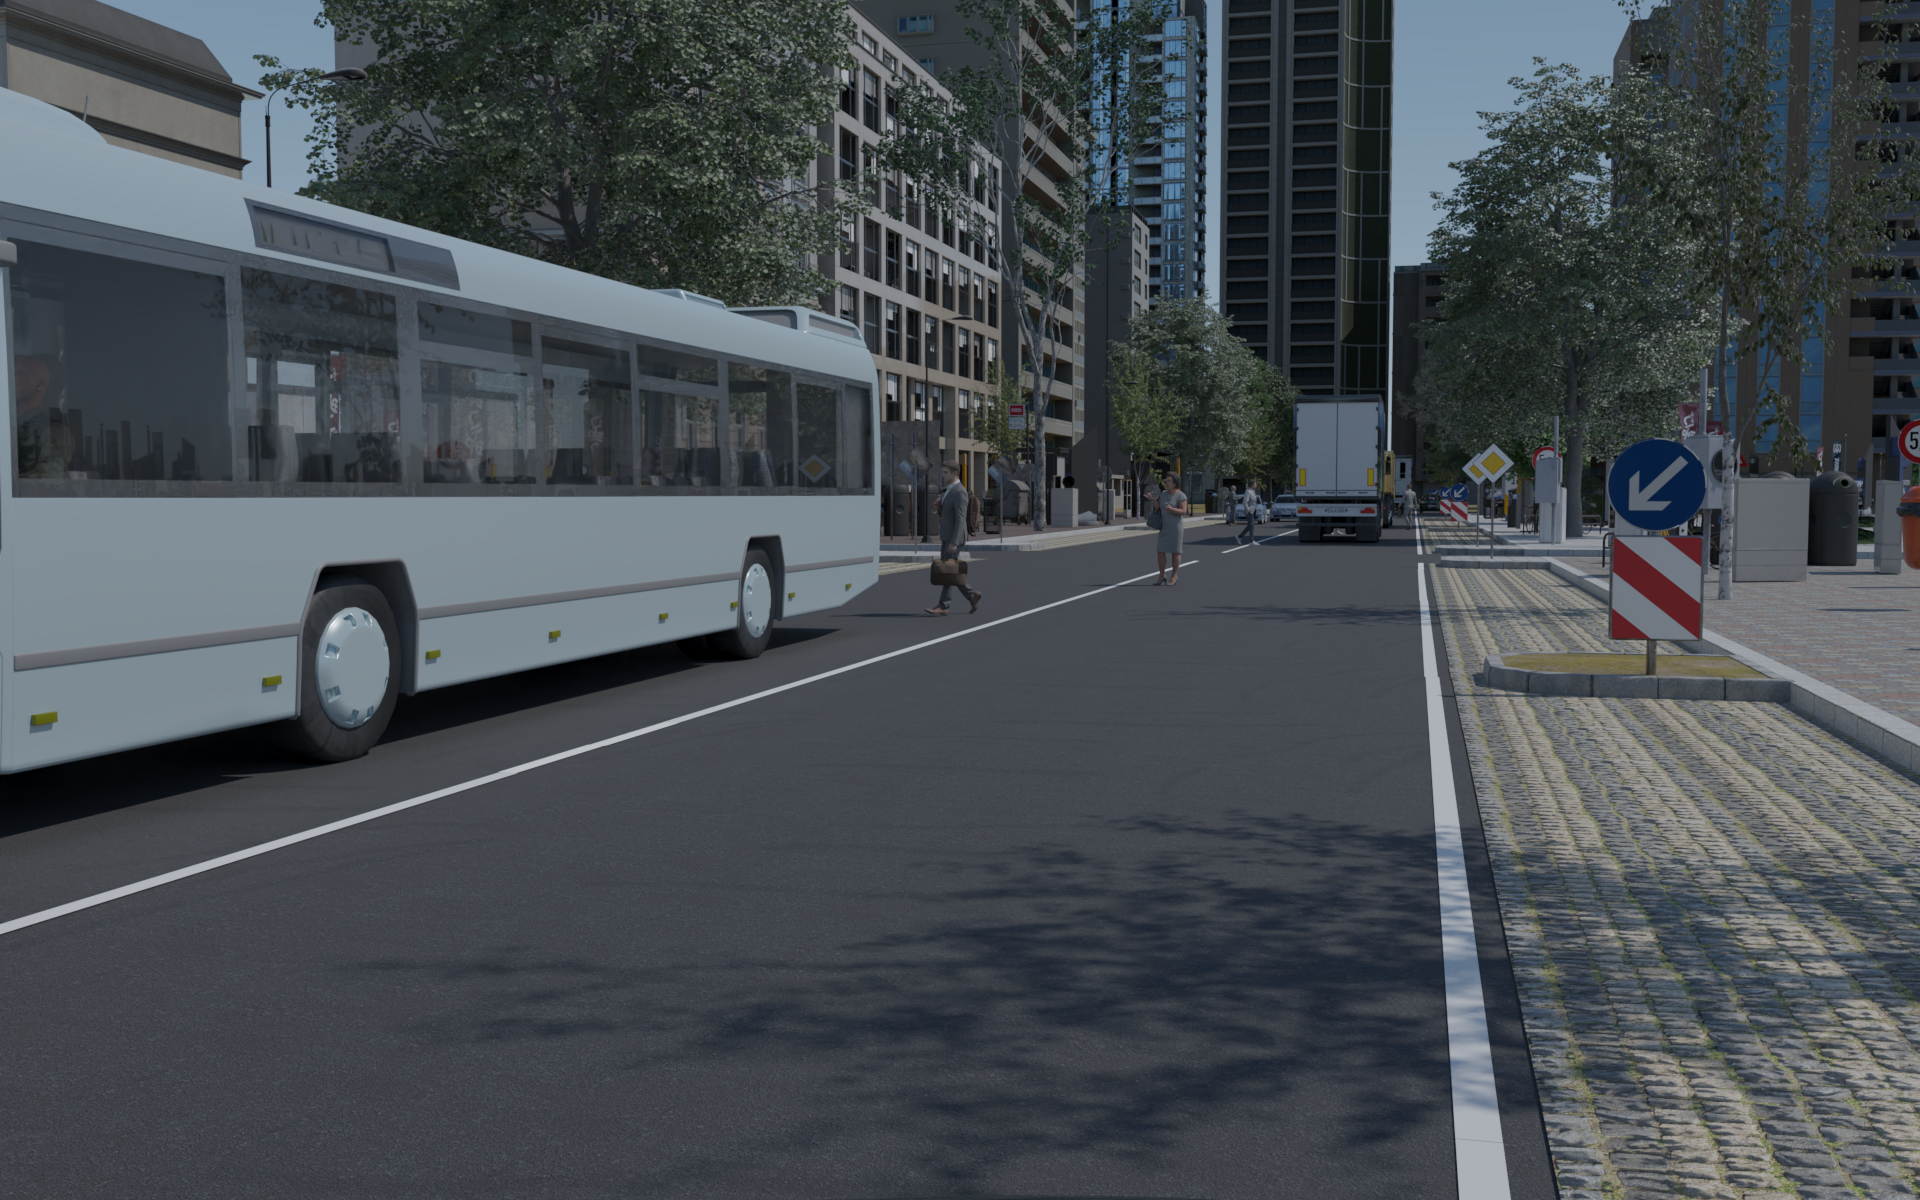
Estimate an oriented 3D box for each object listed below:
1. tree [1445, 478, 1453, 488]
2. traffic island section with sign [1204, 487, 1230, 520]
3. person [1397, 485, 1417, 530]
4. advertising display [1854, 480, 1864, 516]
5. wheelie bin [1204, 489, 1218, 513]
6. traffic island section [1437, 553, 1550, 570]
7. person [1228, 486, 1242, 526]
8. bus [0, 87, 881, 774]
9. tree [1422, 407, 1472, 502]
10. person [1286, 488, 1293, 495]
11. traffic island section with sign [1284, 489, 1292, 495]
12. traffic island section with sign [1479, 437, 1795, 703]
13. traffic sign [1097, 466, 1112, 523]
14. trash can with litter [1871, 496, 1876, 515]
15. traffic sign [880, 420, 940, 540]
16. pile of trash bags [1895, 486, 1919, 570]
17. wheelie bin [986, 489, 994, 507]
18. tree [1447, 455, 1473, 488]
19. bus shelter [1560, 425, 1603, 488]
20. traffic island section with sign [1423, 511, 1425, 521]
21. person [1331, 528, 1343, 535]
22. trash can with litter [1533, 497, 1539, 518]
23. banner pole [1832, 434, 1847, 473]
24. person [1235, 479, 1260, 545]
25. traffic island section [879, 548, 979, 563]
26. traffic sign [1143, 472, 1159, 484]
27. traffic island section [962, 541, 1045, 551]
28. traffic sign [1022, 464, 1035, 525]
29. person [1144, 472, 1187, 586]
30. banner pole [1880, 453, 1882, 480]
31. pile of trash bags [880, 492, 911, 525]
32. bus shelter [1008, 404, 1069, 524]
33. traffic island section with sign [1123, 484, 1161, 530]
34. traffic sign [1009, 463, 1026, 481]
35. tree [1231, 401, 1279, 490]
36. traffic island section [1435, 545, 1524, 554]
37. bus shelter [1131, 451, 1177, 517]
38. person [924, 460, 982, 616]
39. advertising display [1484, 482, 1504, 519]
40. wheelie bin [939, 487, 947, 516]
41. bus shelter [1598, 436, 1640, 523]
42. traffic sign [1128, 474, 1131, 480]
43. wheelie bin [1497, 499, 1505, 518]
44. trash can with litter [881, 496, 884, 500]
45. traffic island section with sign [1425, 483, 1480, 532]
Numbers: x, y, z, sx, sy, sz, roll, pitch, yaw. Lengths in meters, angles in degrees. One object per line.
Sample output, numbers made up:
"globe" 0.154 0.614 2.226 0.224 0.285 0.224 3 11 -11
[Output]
"tree" 52.806 -11.678 185.542 1.663 3.219 1.824 0 3 0
"traffic island section with sign" 14.454 -5.270 94.791 1.989 1.847 2.006 1 4 15
"person" 17.978 -3.725 69.519 0.709 1.813 0.853 -1 4 -21
"advertising display" 40.376 -4.469 78.277 0.974 1.923 0.123 -1 4 -15
"wheelie bin" 16.772 -6.612 116.006 0.980 1.594 0.693 1 4 21
"traffic island section" 10.530 -0.731 34.237 2.009 0.180 2.903 1 4 15
"person" 12.438 -4.264 78.397 0.590 1.801 0.661 0 4 -2
"bus" -3.719 -1.062 12.222 2.948 3.499 13.247 1 4 14
"tree" 51.172 -15.882 177.789 7.486 12.596 7.792 0 3 0
"person" 21.658 -6.479 114.214 0.659 1.850 0.755 0 4 -6
"traffic island section with sign" 27.221 -8.249 143.495 1.989 1.847 2.006 1 4 15
"traffic island section with sign" 4.987 -0.265 12.967 1.989 1.847 2.006 1 4 15
"traffic sign" 6.412 -4.727 77.388 0.768 2.556 0.104 1 4 19
"trash can with litter" 56.997 -5.905 107.927 0.624 1.170 1.055 2 4 27
"traffic sign" -1.616 -3.325 48.232 2.265 3.308 0.079 2 4 24
"pile of trash bags" 12.097 -0.574 19.135 3.447 1.369 1.912 0 4 -1
"wheelie bin" 1.894 -5.587 99.250 0.980 1.594 0.693 3 5 43
"tree" 46.068 -12.768 159.123 4.737 8.622 4.395 0 3 0
"bus shelter" 29.821 -6.510 84.064 2.179 5.291 8.768 1 4 15
"traffic island section with sign" 25.672 -5.095 91.931 1.989 1.847 2.006 1 4 15
"person" 13.304 -3.239 61.437 0.573 1.828 0.580 2 4 35
"trash can with litter" 26.492 -4.120 78.756 1.055 1.170 0.624 1 4 14
"banner pole" 36.746 -5.037 72.368 0.863 3.779 0.401 -1 4 -17
"person" 8.051 -2.456 48.509 0.795 1.843 0.661 2 4 29
"traffic island section" -0.973 -0.915 37.246 2.009 0.180 2.903 1 4 15
"traffic sign" 10.021 -5.556 90.850 0.884 2.594 0.081 1 4 22
"traffic island section" 1.052 -1.388 44.971 2.009 0.180 2.903 1 4 15
"traffic sign" 2.929 -4.412 72.241 0.768 2.556 0.104 1 4 15
"person" 3.175 -1.115 27.087 0.716 1.782 0.532 3 5 44
"banner pole" 56.012 -7.060 105.449 0.401 3.779 0.863 2 4 29
"pile of trash bags" -3.180 -3.777 71.514 3.447 1.369 1.912 2 4 26
"bus shelter" 3.876 -6.228 79.463 2.179 5.291 8.768 1 4 15
"traffic island section with sign" 7.620 -3.675 68.713 1.989 1.847 2.006 1 4 15
"traffic sign" 2.455 -4.474 73.156 0.884 2.594 0.081 1 4 15
"tree" 22.570 -11.294 135.026 4.737 8.622 4.395 0 3 0
"traffic island section" 12.555 -1.204 41.962 2.009 0.180 2.903 1 4 15
"bus shelter" 10.972 -6.522 97.913 1.731 3.624 6.357 1 4 15
"person" -0.050 -0.732 20.436 0.822 1.834 0.622 -2 4 -25
"advertising display" 27.690 -5.174 89.809 0.974 1.923 0.123 0 4 2
"wheelie bin" -1.077 -5.375 95.789 0.693 1.594 0.980 -1 4 -13
"bus shelter" 24.451 -4.216 62.850 2.014 3.302 5.546 1 4 15
"traffic sign" 10.137 -6.158 100.782 0.768 2.556 0.104 1 4 18
"wheelie bin" 29.026 -5.184 92.666 0.980 1.594 0.693 0 4 -4
"trash can with litter" -2.782 -3.866 74.274 2.233 1.210 1.678 -1 4 -15
"traffic island section with sign" 18.819 -3.494 65.755 1.989 1.847 2.006 1 4 15
